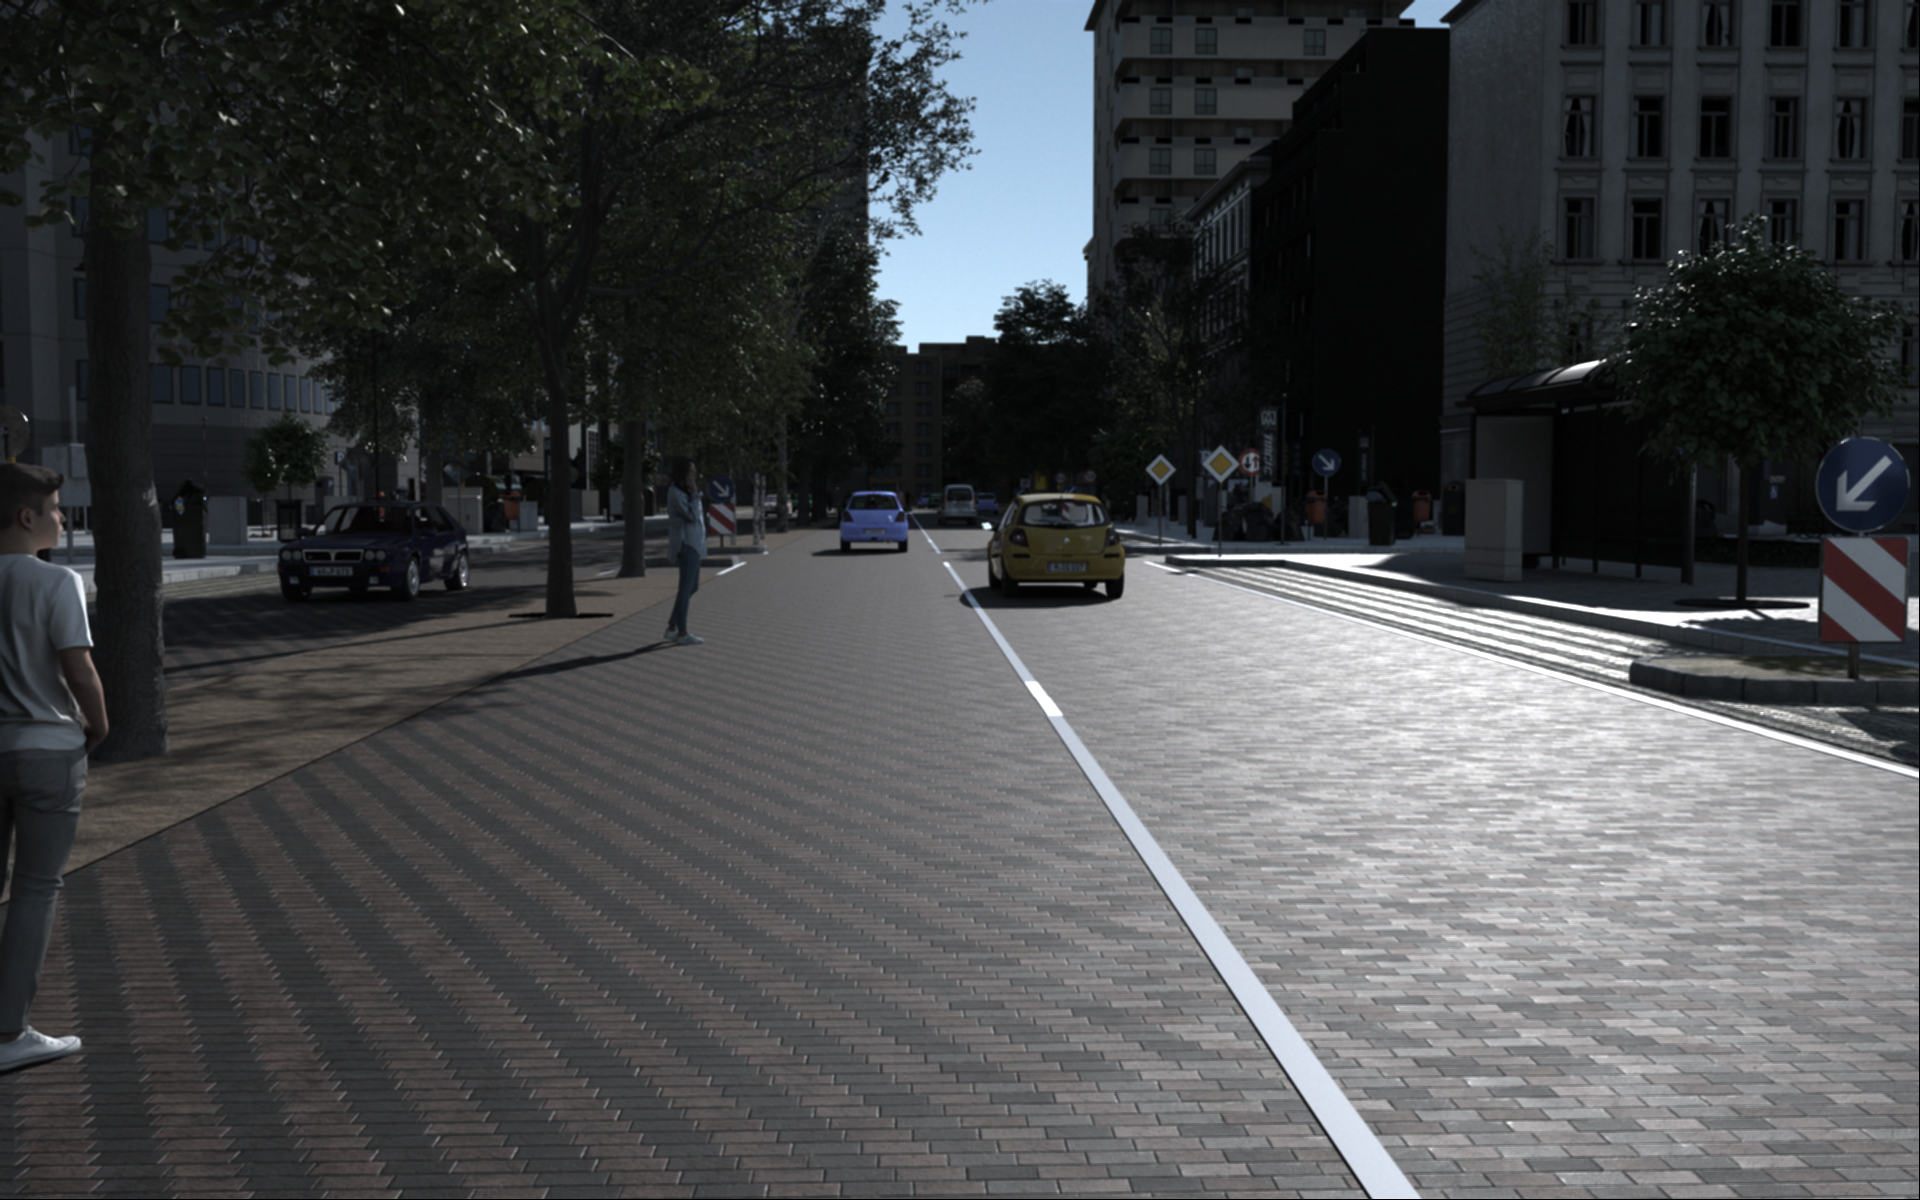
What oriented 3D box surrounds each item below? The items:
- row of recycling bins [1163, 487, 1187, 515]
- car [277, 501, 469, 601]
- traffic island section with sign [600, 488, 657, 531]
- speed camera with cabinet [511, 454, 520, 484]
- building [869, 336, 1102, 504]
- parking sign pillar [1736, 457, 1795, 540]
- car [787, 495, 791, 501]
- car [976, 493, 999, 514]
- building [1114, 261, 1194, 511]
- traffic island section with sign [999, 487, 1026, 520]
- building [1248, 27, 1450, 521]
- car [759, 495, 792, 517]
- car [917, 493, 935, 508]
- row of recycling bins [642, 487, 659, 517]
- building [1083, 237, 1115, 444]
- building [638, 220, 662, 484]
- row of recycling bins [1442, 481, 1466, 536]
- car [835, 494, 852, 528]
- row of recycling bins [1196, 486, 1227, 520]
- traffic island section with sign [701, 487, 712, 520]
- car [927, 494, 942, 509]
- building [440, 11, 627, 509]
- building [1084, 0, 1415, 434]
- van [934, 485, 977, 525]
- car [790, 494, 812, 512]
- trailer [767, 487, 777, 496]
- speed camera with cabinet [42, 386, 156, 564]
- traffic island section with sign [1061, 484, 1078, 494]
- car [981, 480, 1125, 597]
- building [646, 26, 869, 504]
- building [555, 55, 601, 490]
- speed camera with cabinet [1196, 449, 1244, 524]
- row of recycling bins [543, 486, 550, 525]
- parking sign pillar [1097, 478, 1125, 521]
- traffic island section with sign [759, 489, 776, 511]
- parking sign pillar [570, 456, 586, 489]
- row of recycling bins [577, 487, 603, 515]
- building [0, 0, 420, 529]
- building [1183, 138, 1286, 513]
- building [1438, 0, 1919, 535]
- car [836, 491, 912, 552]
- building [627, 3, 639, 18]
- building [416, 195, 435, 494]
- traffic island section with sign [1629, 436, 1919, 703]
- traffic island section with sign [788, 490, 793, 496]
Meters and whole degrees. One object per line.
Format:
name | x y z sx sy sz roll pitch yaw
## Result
row of recycling bins | 13.102 -6.015 105.464 1.069 1.692 3.534 1 4 21
car | -8.214 -0.727 24.470 1.945 1.354 3.894 0 4 -1
traffic island section with sign | -12.867 -3.600 67.492 1.989 1.847 2.006 0 4 -2
speed camera with cabinet | -22.676 -5.541 84.934 2.038 3.252 0.660 0 4 3
building | 2.729 -23.360 226.972 28.899 21.520 27.650 0 4 -2
parking sign pillar | 21.494 -3.525 46.110 1.447 3.967 1.447 -2 4 -34
car | -16.529 -9.147 161.918 2.083 1.381 4.827 0 4 -3
car | 1.834 -6.958 123.346 1.945 1.707 3.694 0 4 -1
building | 28.234 -18.175 142.208 27.650 21.520 28.899 0 4 -2
traffic island section with sign | 3.125 -5.261 94.644 1.989 1.847 2.006 0 4 -2
building | 22.910 -15.972 90.816 12.332 23.373 15.834 0 4 -2
car | -11.711 -5.995 110.374 2.083 1.381 4.827 0 4 -2
car | -3.458 -10.281 177.683 1.945 1.707 3.694 0 4 -3
row of recycling bins | -20.306 -6.477 113.015 1.069 1.692 3.534 0 4 -3
building | 29.401 -32.862 229.179 23.993 40.220 32.217 0 4 -2
building | -37.753 -24.672 175.082 14.107 30.474 14.160 0 4 -2
row of recycling bins | 16.120 -2.780 52.560 1.069 1.692 3.534 -2 4 -33
car | -4.427 -4.010 75.350 2.009 1.686 4.222 0 4 -3
row of recycling bins | 13.131 -4.923 87.602 1.069 1.692 3.534 3 4 38
traffic island section with sign | -13.862 -5.274 94.863 1.989 1.847 2.006 0 4 -2
car | -2.184 -9.693 167.278 1.959 1.807 4.718 0 4 -3
building | -37.253 -30.839 154.321 14.600 45.320 14.200 0 4 -2
building | 27.814 -35.484 169.402 28.713 52.752 27.495 0 4 -2
van | -0.149 -4.493 80.474 2.013 2.044 4.112 0 4 -4
car | -12.529 -7.882 137.662 1.959 1.807 4.718 0 4 -2
trailer | -16.158 -8.712 149.485 1.471 1.999 3.904 0 4 -4
speed camera with cabinet | -16.188 -2.341 32.609 0.660 3.252 2.038 2 4 24
traffic island section with sign | 4.106 -3.613 67.697 1.989 1.847 2.006 0 4 -2
car | 1.350 -0.935 25.513 2.015 1.641 3.980 0 4 -3
building | -25.696 -41.575 221.750 28.212 58.520 21.231 0 4 -2
building | -39.336 -50.005 130.253 22.319 86.520 31.000 0 4 -2
speed camera with cabinet | 11.274 -4.937 75.059 2.038 3.252 0.660 2 4 35
row of recycling bins | -16.836 -3.990 72.345 1.069 1.692 3.534 -1 4 -16
parking sign pillar | 7.317 -5.844 84.019 1.447 3.967 1.447 1 4 13
traffic island section with sign | -15.668 -8.311 144.515 1.989 1.847 2.006 0 4 -2
parking sign pillar | -25.805 -7.795 115.919 1.447 3.967 1.447 3 5 39
row of recycling bins | -23.519 -6.026 105.633 3.534 1.692 1.069 0 4 -1
building | -38.090 -32.547 74.135 21.231 58.520 28.212 0 4 -2
building | 20.967 -17.109 108.609 11.050 23.489 19.941 0 4 -2
building | 26.752 -12.835 59.008 18.267 20.994 9.793 0 4 -2
car | -2.180 -2.103 43.970 1.945 1.707 3.694 0 4 -3
building | -50.082 -47.826 220.211 20.611 71.187 20.563 0 4 -2
building | -32.721 -27.755 103.904 14.600 45.320 14.200 0 4 -2
traffic island section with sign | 6.102 -0.252 12.744 1.989 1.847 2.006 0 4 -2
traffic island section with sign | -16.659 -9.959 171.452 1.989 1.847 2.006 0 4 -2
